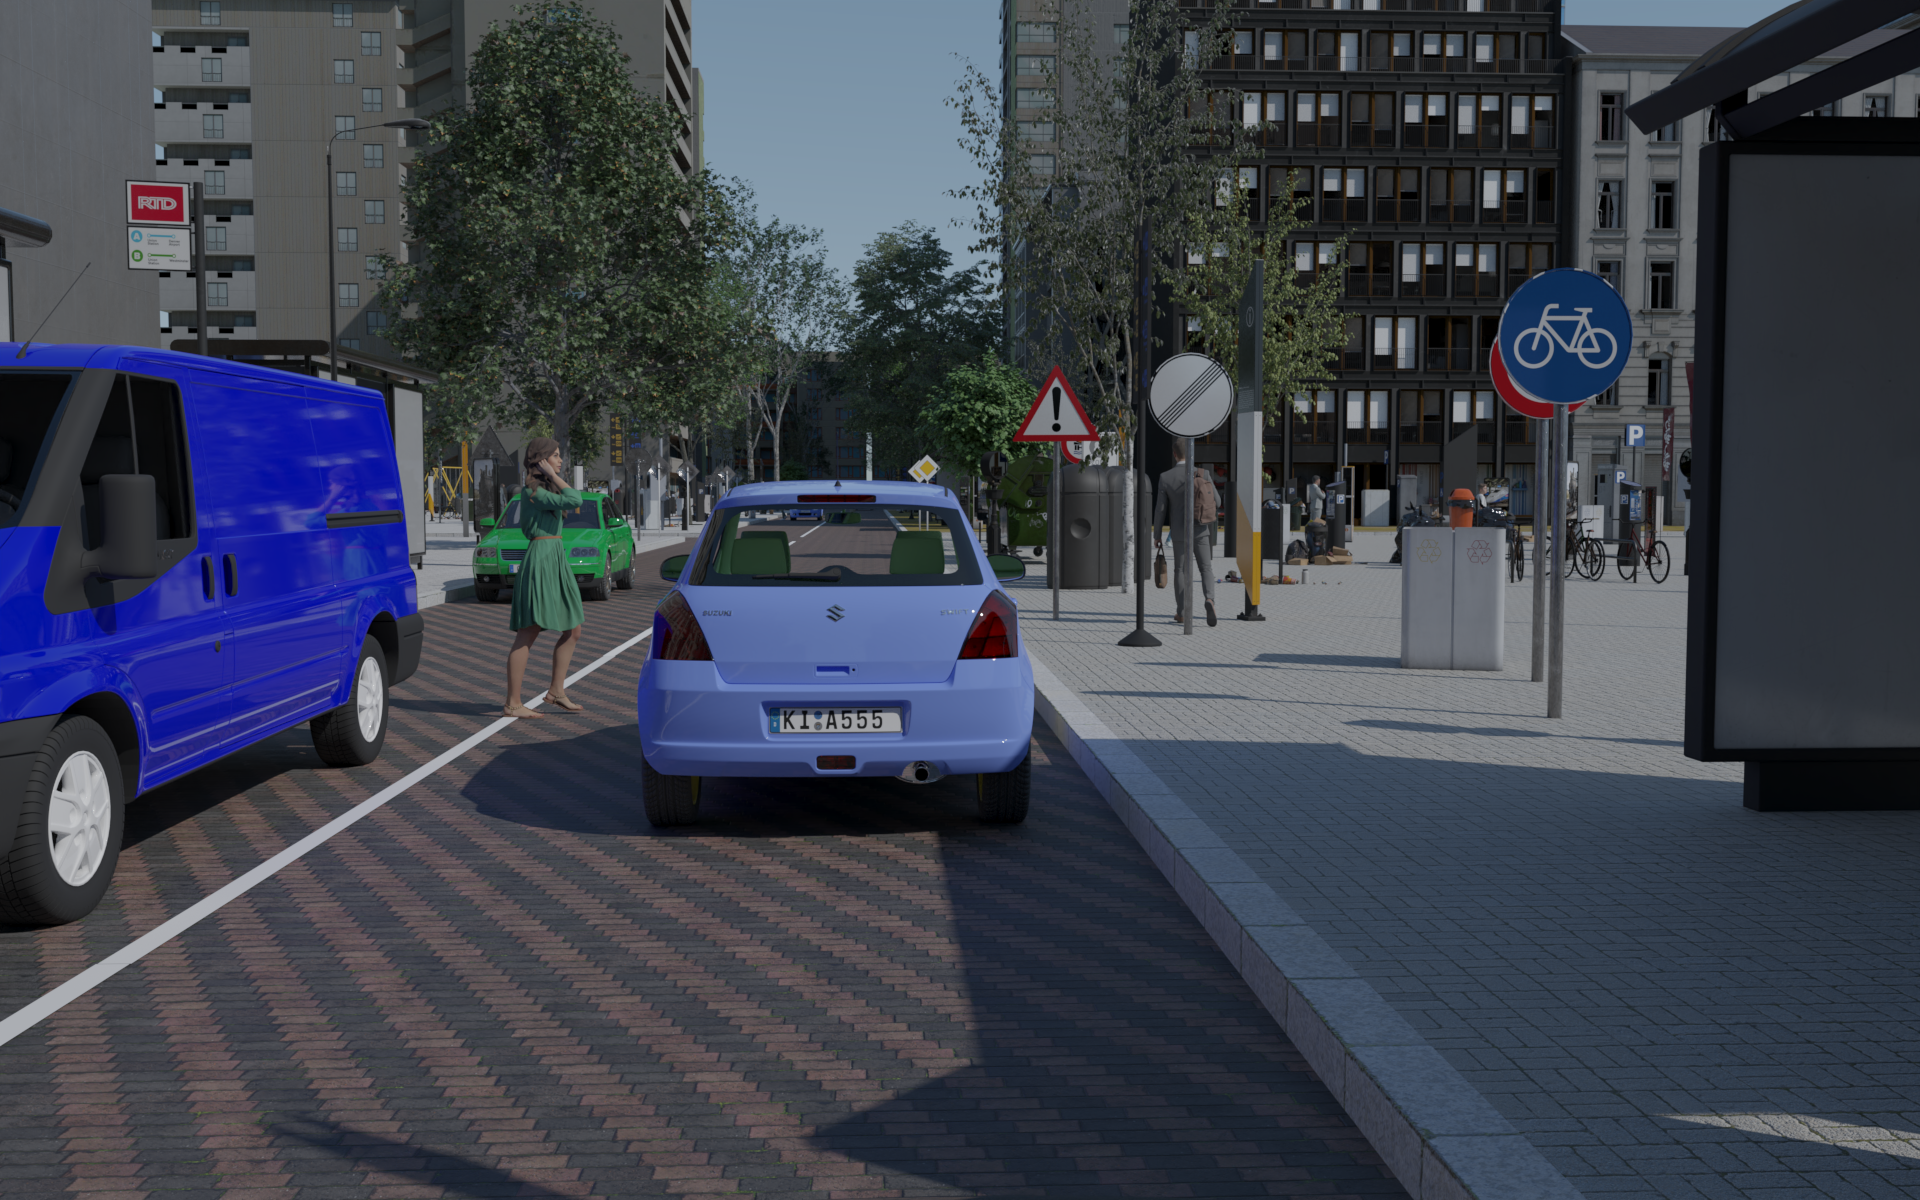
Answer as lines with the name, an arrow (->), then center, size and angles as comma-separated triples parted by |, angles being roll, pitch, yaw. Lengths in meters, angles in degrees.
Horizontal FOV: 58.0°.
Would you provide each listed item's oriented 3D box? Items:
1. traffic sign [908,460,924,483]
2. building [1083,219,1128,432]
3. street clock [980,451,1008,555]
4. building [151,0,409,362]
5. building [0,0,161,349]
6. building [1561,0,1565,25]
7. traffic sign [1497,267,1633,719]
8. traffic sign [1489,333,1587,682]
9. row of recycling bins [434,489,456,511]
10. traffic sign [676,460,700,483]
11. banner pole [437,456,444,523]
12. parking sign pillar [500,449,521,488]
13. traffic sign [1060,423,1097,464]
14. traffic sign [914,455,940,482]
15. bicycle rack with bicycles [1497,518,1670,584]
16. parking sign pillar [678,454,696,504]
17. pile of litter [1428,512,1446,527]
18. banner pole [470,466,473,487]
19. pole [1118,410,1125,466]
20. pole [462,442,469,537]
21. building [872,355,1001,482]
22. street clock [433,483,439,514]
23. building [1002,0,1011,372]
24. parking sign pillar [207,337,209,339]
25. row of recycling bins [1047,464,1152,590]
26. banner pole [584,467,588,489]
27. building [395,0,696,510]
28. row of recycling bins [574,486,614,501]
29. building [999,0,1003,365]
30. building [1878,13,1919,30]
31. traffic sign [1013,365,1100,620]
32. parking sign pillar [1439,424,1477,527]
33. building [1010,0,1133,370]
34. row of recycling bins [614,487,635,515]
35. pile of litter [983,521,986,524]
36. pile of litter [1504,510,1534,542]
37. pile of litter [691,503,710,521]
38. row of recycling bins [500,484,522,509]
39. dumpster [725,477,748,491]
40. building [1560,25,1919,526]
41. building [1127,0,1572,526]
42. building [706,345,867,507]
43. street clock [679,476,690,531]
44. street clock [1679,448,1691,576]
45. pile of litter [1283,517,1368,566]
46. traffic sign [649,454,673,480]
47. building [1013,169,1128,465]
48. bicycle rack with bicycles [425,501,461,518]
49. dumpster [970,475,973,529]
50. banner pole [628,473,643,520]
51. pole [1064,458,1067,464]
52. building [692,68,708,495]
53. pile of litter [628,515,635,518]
traffic sign -> -1.358, -3.481, 59.112 | 0.795, 2.593, 0.064 | 0, 4, -3
building -> 15.209, -14.024, 96.751 | 16.820, 18.784, 16.811 | 0, 4, -3
street clock -> 0.581, -1.526, 29.520 | 0.358, 2.002, 0.471 | 3, 5, 45
building -> -68.560, -36.294, 182.638 | 27.495, 52.752, 28.713 | 0, 4, -3
building -> -32.971, -13.092, 33.123 | 30.058, 24.678, 14.314 | 0, 4, -3
building -> 52.086, -53.718, 190.961 | 31.000, 86.520, 22.319 | 0, 4, -3
traffic sign -> 3.409, -0.596, 9.853 | 0.768, 2.556, 0.104 | 0, 4, -1
traffic sign -> 3.949, -0.713, 11.770 | 0.768, 2.556, 0.104 | 0, 4, 0
row of recycling bins -> -38.930, -7.559, 130.699 | 1.069, 1.692, 3.534 | -2, 4, -32
traffic sign -> -9.243, -3.458, 58.727 | 0.795, 2.593, 0.064 | 0, 4, -3
banner pole -> -22.912, -5.283, 76.395 | 0.401, 3.779, 0.863 | 0, 4, -3
parking sign pillar -> -27.214, -7.096, 104.495 | 1.447, 3.967, 1.447 | 0, 4, 8
traffic sign -> 2.141, -1.852, 30.378 | 0.768, 2.556, 0.104 | 0, 4, 3
traffic sign -> -0.946, -2.994, 51.138 | 0.795, 2.593, 0.064 | 0, 4, -3
bicycle rack with bicycles -> 8.982, -0.769, 25.963 | 2.852, 0.926, 2.925 | 0, 4, 2
parking sign pillar -> -18.325, -7.826, 116.424 | 1.447, 3.967, 1.447 | 3, 4, 38
pile of litter -> 11.069, -1.666, 41.201 | 1.176, 0.858, 1.719 | 0, 4, 2
banner pole -> -36.652, -8.590, 130.462 | 0.863, 3.779, 0.401 | -3, 5, -45
pole -> 3.910, -2.938, 41.874 | 0.158, 3.312, 0.155 | 0, 3, 0
pole -> -14.677, -3.518, 51.363 | 0.158, 3.312, 0.155 | 0, 3, 0
building -> 2.188, -24.217, 240.989 | 28.899, 21.520, 27.650 | 0, 4, -3
street clock -> -34.558, -6.709, 114.264 | 0.471, 2.002, 0.358 | 3, 5, 40
building -> 12.638, -44.062, 158.661 | 20.563, 71.187, 20.611 | 0, 4, -3
parking sign pillar -> -12.444, -2.526, 29.779 | 1.447, 3.967, 1.447 | 1, 4, 16
row of recycling bins -> 2.071, -1.082, 24.802 | 1.069, 1.692, 3.534 | 1, 4, 19
banner pole -> -27.130, -8.292, 125.592 | 0.401, 3.779, 0.863 | 1, 4, 16
building -> -33.756, -31.749, 142.797 | 21.300, 48.544, 21.600 | 0, 4, -3
row of recycling bins -> -18.939, -4.753, 84.828 | 3.534, 1.692, 1.069 | 1, 4, 15
building -> 12.895, -53.292, 183.998 | 22.319, 86.520, 31.000 | 0, 4, -3
building -> 54.682, -17.067, 76.308 | 25.104, 27.353, 12.463 | 0, 4, -3
traffic sign -> 0.977, -1.076, 17.591 | 0.884, 2.594, 0.081 | 0, 4, 2
parking sign pillar -> 19.148, -4.776, 66.559 | 1.447, 3.967, 1.447 | 0, 4, -4
building -> 11.017, -28.046, 142.153 | 14.154, 41.232, 14.086 | 0, 4, -3
row of recycling bins -> -20.948, -5.952, 104.423 | 3.534, 1.692, 1.069 | 0, 4, 8
pile of litter -> 0.862, -3.667, 73.917 | 1.176, 0.858, 1.719 | 0, 4, 2
pile of litter -> 15.117, -2.027, 47.109 | 1.176, 0.858, 1.719 | 1, 4, 16
pile of litter -> -12.424, -4.164, 82.044 | 1.719, 0.858, 1.176 | 1, 4, 22
row of recycling bins -> -18.087, -3.960, 71.860 | 1.069, 1.692, 3.534 | 3, 4, 38
dumpster -> -12.496, -5.817, 97.596 | 1.502, 2.255, 1.985 | 0, 4, -3
building -> 33.109, -13.738, 73.768 | 18.267, 20.994, 9.793 | 0, 4, -3
building -> 15.988, -14.982, 74.630 | 15.834, 23.373, 12.332 | 0, 4, -3
building -> -27.391, -24.106, 239.173 | 28.899, 21.520, 27.650 | 0, 4, -3
street clock -> -9.655, -3.436, 60.745 | 0.358, 2.002, 0.471 | 1, 4, 14
street clock -> 11.538, -1.385, 27.211 | 0.358, 2.002, 0.471 | -1, 4, -19
pile of litter -> 6.640, -1.077, 31.575 | 1.719, 0.858, 1.176 | 0, 4, 1
traffic sign -> -8.831, -2.970, 50.752 | 0.795, 2.593, 0.064 | 0, 4, -3
building -> 11.922, -18.405, 119.982 | 14.314, 24.678, 30.058 | 0, 4, -3
bicycle rack with bicycles -> -27.352, -4.847, 92.631 | 2.925, 0.926, 2.852 | 1, 4, 14
dumpster -> 0.784, -3.767, 64.090 | 1.502, 2.255, 1.985 | 0, 4, -3
banner pole -> -16.173, -5.888, 86.283 | 0.863, 3.779, 0.401 | 1, 4, 13
pole -> 6.038, -6.445, 99.226 | 0.158, 3.312, 0.155 | 0, 3, 0
building -> -31.343, -29.198, 160.978 | 14.154, 41.232, 14.086 | 0, 4, -3
pile of litter -> -16.735, -4.728, 91.270 | 1.719, 0.858, 1.176 | 3, 4, 36
